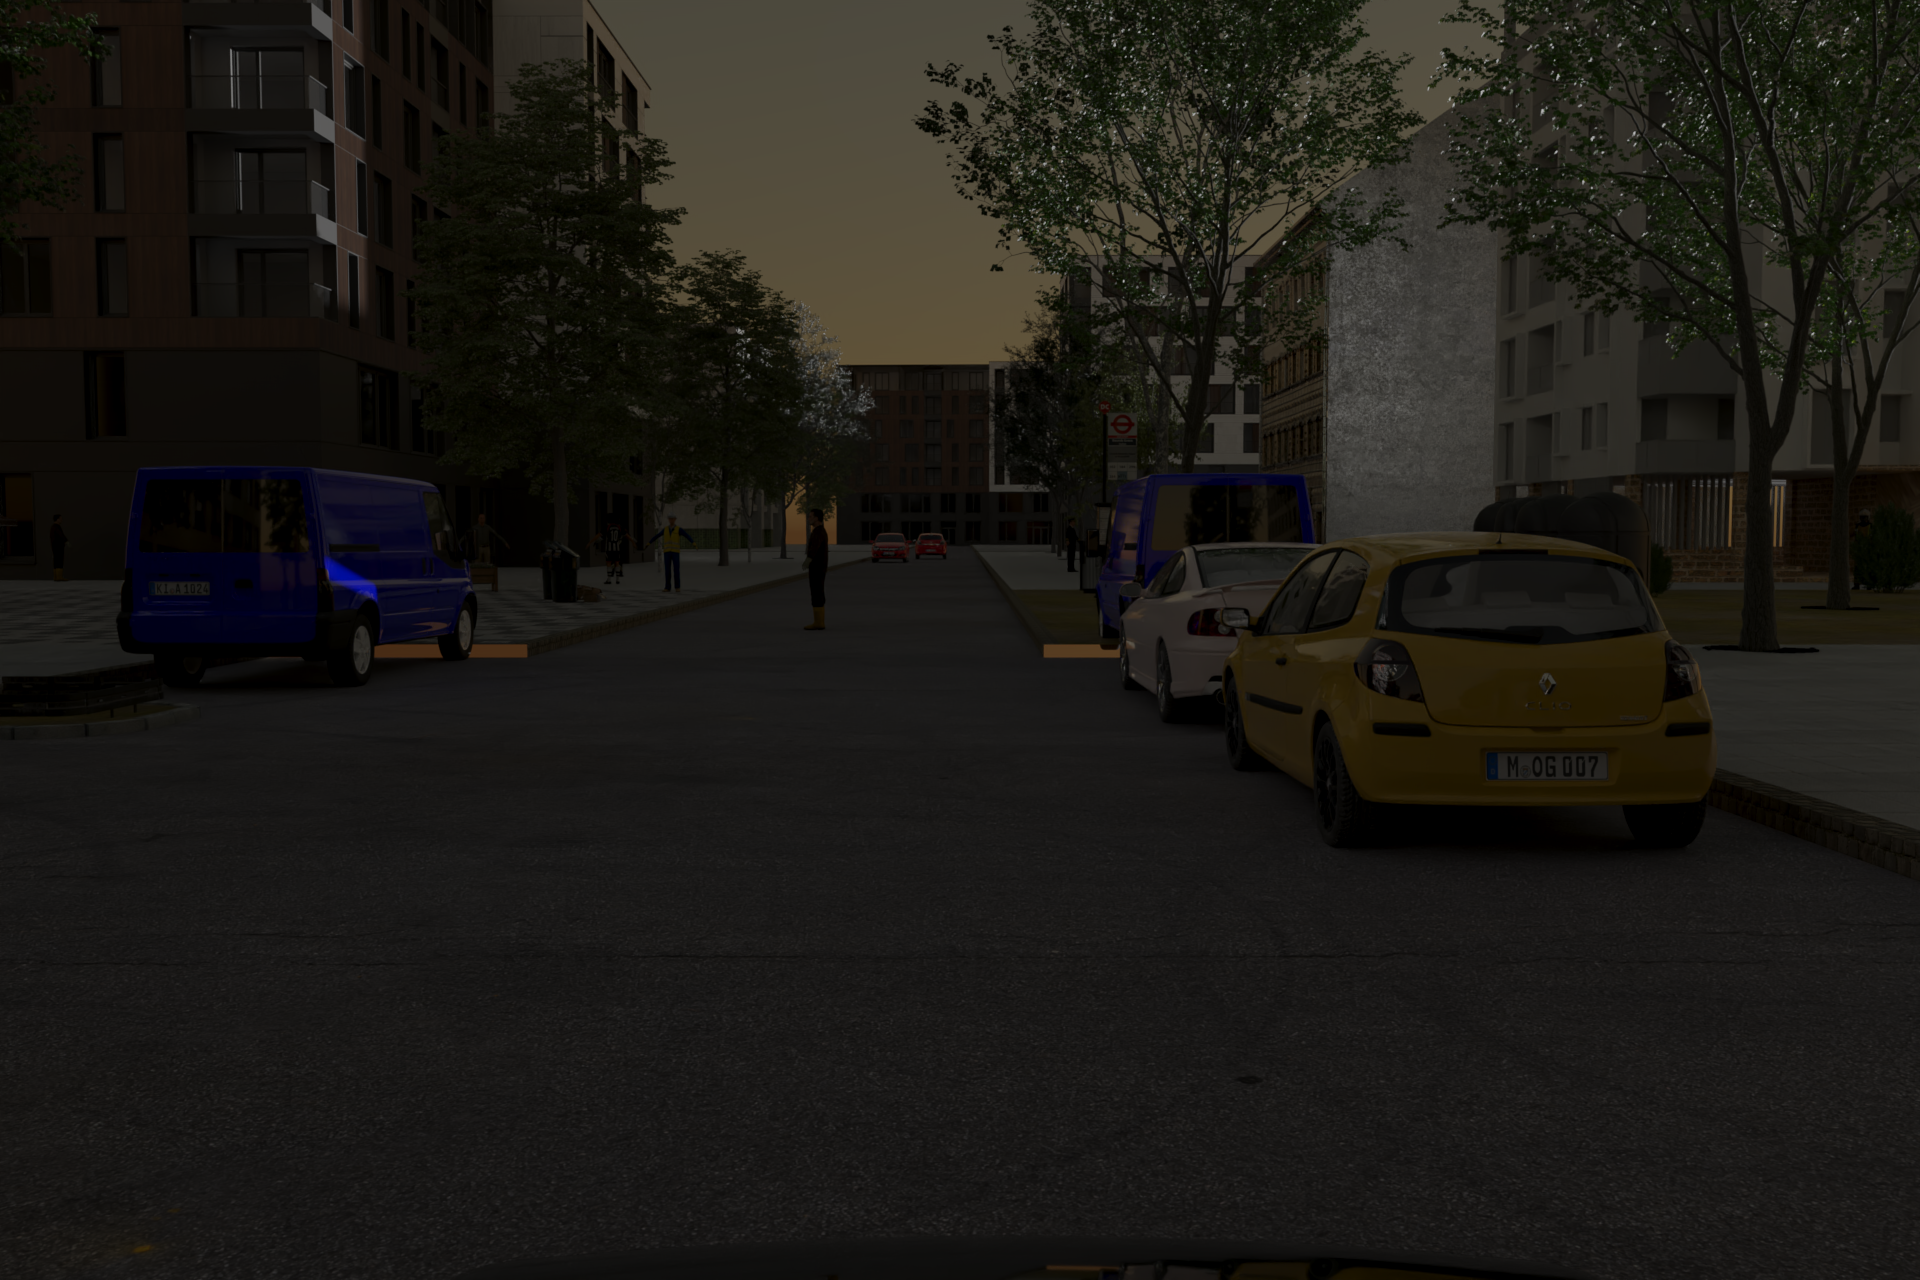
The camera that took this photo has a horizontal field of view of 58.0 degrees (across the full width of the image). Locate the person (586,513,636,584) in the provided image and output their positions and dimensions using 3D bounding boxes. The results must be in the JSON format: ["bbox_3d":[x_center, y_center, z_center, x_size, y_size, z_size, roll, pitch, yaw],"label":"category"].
[{"bbox_3d":[-8.916,-2.340,44.407,1.345,1.843,0.704,-2,4,-31],"label":"person"}]

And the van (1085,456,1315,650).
[{"bbox_3d":[2.668,-0.941,19.775,2.240,2.365,5.245,0,4,-1],"label":"van"}]

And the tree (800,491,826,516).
[{"bbox_3d":[-17.601,-16.340,217.513,4.360,8.622,3.978,0,3,0],"label":"tree"}]

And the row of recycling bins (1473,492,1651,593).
[{"bbox_3d":[6.255,-0.686,18.334,1.069,1.692,3.534,0,4,0],"label":"row of recycling bins"}]

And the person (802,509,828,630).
[{"bbox_3d":[-2.171,-1.061,25.943,0.704,1.812,1.346,0,4,2],"label":"person"}]

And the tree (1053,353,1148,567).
[{"bbox_3d":[5.448,-7.168,67.560,4.737,8.622,4.395,0,3,0],"label":"tree"}]

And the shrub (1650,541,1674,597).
[{"bbox_3d":[13.974,-1.471,35.163,1.383,1.207,1.383,0,3,0],"label":"shrub"}]

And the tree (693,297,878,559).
[{"bbox_3d":[-9.000,-10.943,89.290,12.009,13.543,11.850,0,3,0],"label":"tree"}]

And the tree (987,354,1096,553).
[{"bbox_3d":[6.330,-12.521,115.085,12.009,13.543,11.850,0,3,0],"label":"tree"}]

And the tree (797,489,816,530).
[{"bbox_3d":[-17.524,-16.061,212.951,4.360,8.622,3.978,0,3,0],"label":"tree"}]

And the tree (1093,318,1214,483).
[{"bbox_3d":[6.349,-6.675,59.503,4.737,8.622,4.395,0,3,0],"label":"tree"}]

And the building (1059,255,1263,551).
[{"bbox_3d":[22.029,-18.304,143.249,27.936,21.610,32.646,0,4,0],"label":"building"}]

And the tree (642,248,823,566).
[{"bbox_3d":[-9.145,-9.253,69.411,7.486,12.596,7.792,0,3,0],"label":"tree"}]

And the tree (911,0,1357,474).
[{"bbox_3d":[4.851,-11.658,46.502,12.611,20.169,13.585,0,3,0],"label":"tree"}]

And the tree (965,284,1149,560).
[{"bbox_3d":[5.384,-10.756,86.227,12.009,13.543,11.850,0,3,0],"label":"tree"}]

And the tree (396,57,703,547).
[{"bbox_3d":[-9.885,-7.558,41.705,7.486,12.596,7.792,0,3,0],"label":"tree"}]

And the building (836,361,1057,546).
[{"bbox_3d":[1.866,-22.688,217.377,32.646,21.610,27.936,0,4,3],"label":"building"}]

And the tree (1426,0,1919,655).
[{"bbox_3d":[8.892,-5.687,18.738,9.928,11.665,9.643,0,3,0],"label":"tree"}]

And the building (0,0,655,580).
[{"bbox_3d":[-28.108,-13.435,63.638,27.936,21.610,32.646,0,3,0],"label":"building"}]

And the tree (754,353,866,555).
[{"bbox_3d":[-9.665,-11.650,108.599,7.486,12.596,7.792,0,3,0],"label":"tree"}]

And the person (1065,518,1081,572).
[{"bbox_3d":[3.794,-3.211,58.432,0.705,1.837,1.347,2,4,24],"label":"person"}]

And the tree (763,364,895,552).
[{"bbox_3d":[-9.703,-13.010,123.085,12.009,13.543,11.850,0,3,0],"label":"tree"}]

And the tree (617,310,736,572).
[{"bbox_3d":[-10.206,-6.558,57.590,4.360,8.622,3.978,0,3,0],"label":"tree"}]

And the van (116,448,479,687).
[{"bbox_3d":[-6.542,-0.828,17.929,2.240,2.365,5.245,0,3,0],"label":"van"}]

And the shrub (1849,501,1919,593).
[{"bbox_3d":[20.189,-2.032,37.641,1.690,2.028,1.600,0,3,0],"label":"shrub"}]

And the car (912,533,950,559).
[{"bbox_3d":[-1.665,-5.541,99.635,2.155,1.783,4.494,0,4,-1],"label":"car"}]

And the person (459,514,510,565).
[{"bbox_3d":[-12.263,-2.336,44.469,1.348,1.796,0.705,-2,4,-25],"label":"person"}]

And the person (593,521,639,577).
[{"bbox_3d":[-10.302,-2.819,51.865,1.354,1.856,0.705,0,4,-6],"label":"person"}]

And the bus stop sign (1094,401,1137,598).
[{"bbox_3d":[3.120,-2.819,34.795,0.855,3.939,0.416,0,4,-2],"label":"bus stop sign"}]

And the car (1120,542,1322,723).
[{"bbox_3d":[2.430,-0.131,14.501,2.083,1.381,4.827,0,4,-1],"label":"car"}]

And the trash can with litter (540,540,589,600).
[{"bbox_3d":[-7.674,-1.376,33.885,1.055,1.170,0.624,0,4,0],"label":"trash can with litter"}]

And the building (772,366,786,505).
[{"bbox_3d":[-24.748,-19.961,182.774,16.016,20.090,11.380,0,3,0],"label":"building"}]

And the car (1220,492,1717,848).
[{"bbox_3d":[2.499,0.053,9.349,2.015,1.641,3.980,0,4,-1],"label":"car"}]

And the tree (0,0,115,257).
[{"bbox_3d":[-13.094,-5.641,17.986,9.928,11.665,9.643,0,3,0],"label":"tree"}]

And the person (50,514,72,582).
[{"bbox_3d":[-24.357,-2.490,46.844,0.704,1.812,1.346,-3,5,-45],"label":"person"}]

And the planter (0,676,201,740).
[{"bbox_3d":[-6.920,0.496,13.027,1.991,0.319,1.994,0,4,0],"label":"planter"}]

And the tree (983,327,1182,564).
[{"bbox_3d":[5.275,-8.558,74.331,8.767,10.594,7.601,0,4,-1],"label":"tree"}]

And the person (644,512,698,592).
[{"bbox_3d":[-6.385,-1.947,38.290,1.216,1.772,0.721,0,4,6],"label":"person"}]

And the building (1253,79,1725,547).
[{"bbox_3d":[26.065,-15.726,88.044,19.493,23.208,18.063,0,4,0],"label":"building"}]

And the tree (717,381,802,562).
[{"bbox_3d":[-9.643,-7.805,77.973,4.360,8.622,3.978,0,3,0],"label":"tree"}]

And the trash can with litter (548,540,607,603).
[{"bbox_3d":[-7.197,-1.297,32.594,1.055,1.170,0.624,0,4,1],"label":"trash can with litter"}]

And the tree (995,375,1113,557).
[{"bbox_3d":[5.782,-9.997,97.858,8.767,10.594,7.601,2,4,24],"label":"tree"}]

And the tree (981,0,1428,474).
[{"bbox_3d":[3.927,-6.294,28.663,9.928,11.665,9.643,0,3,0],"label":"tree"}]

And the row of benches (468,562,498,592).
[{"bbox_3d":[-12.083,-1.374,37.926,4.104,0.672,1.422,-1,4,-21],"label":"row of benches"}]

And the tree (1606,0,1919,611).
[{"bbox_3d":[15.117,-6.323,29.133,9.928,11.665,9.643,0,3,0],"label":"tree"}]

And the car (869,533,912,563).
[{"bbox_3d":[-3.519,-4.822,87.878,2.155,1.783,4.494,0,3,0],"label":"car"}]

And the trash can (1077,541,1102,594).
[{"bbox_3d":[2.893,-1.581,37.496,0.748,1.137,0.748,0,3,0],"label":"trash can"}]

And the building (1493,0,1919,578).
[{"bbox_3d":[23.648,-12.337,58.130,16.016,20.090,11.380,0,4,0],"label":"building"}]

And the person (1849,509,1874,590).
[{"bbox_3d":[20.769,-2.082,39.811,1.354,1.858,0.705,3,4,38],"label":"person"}]

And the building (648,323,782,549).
[{"bbox_3d":[-26.826,-18.017,161.037,16.747,18.905,31.486,0,4,1],"label":"building"}]
